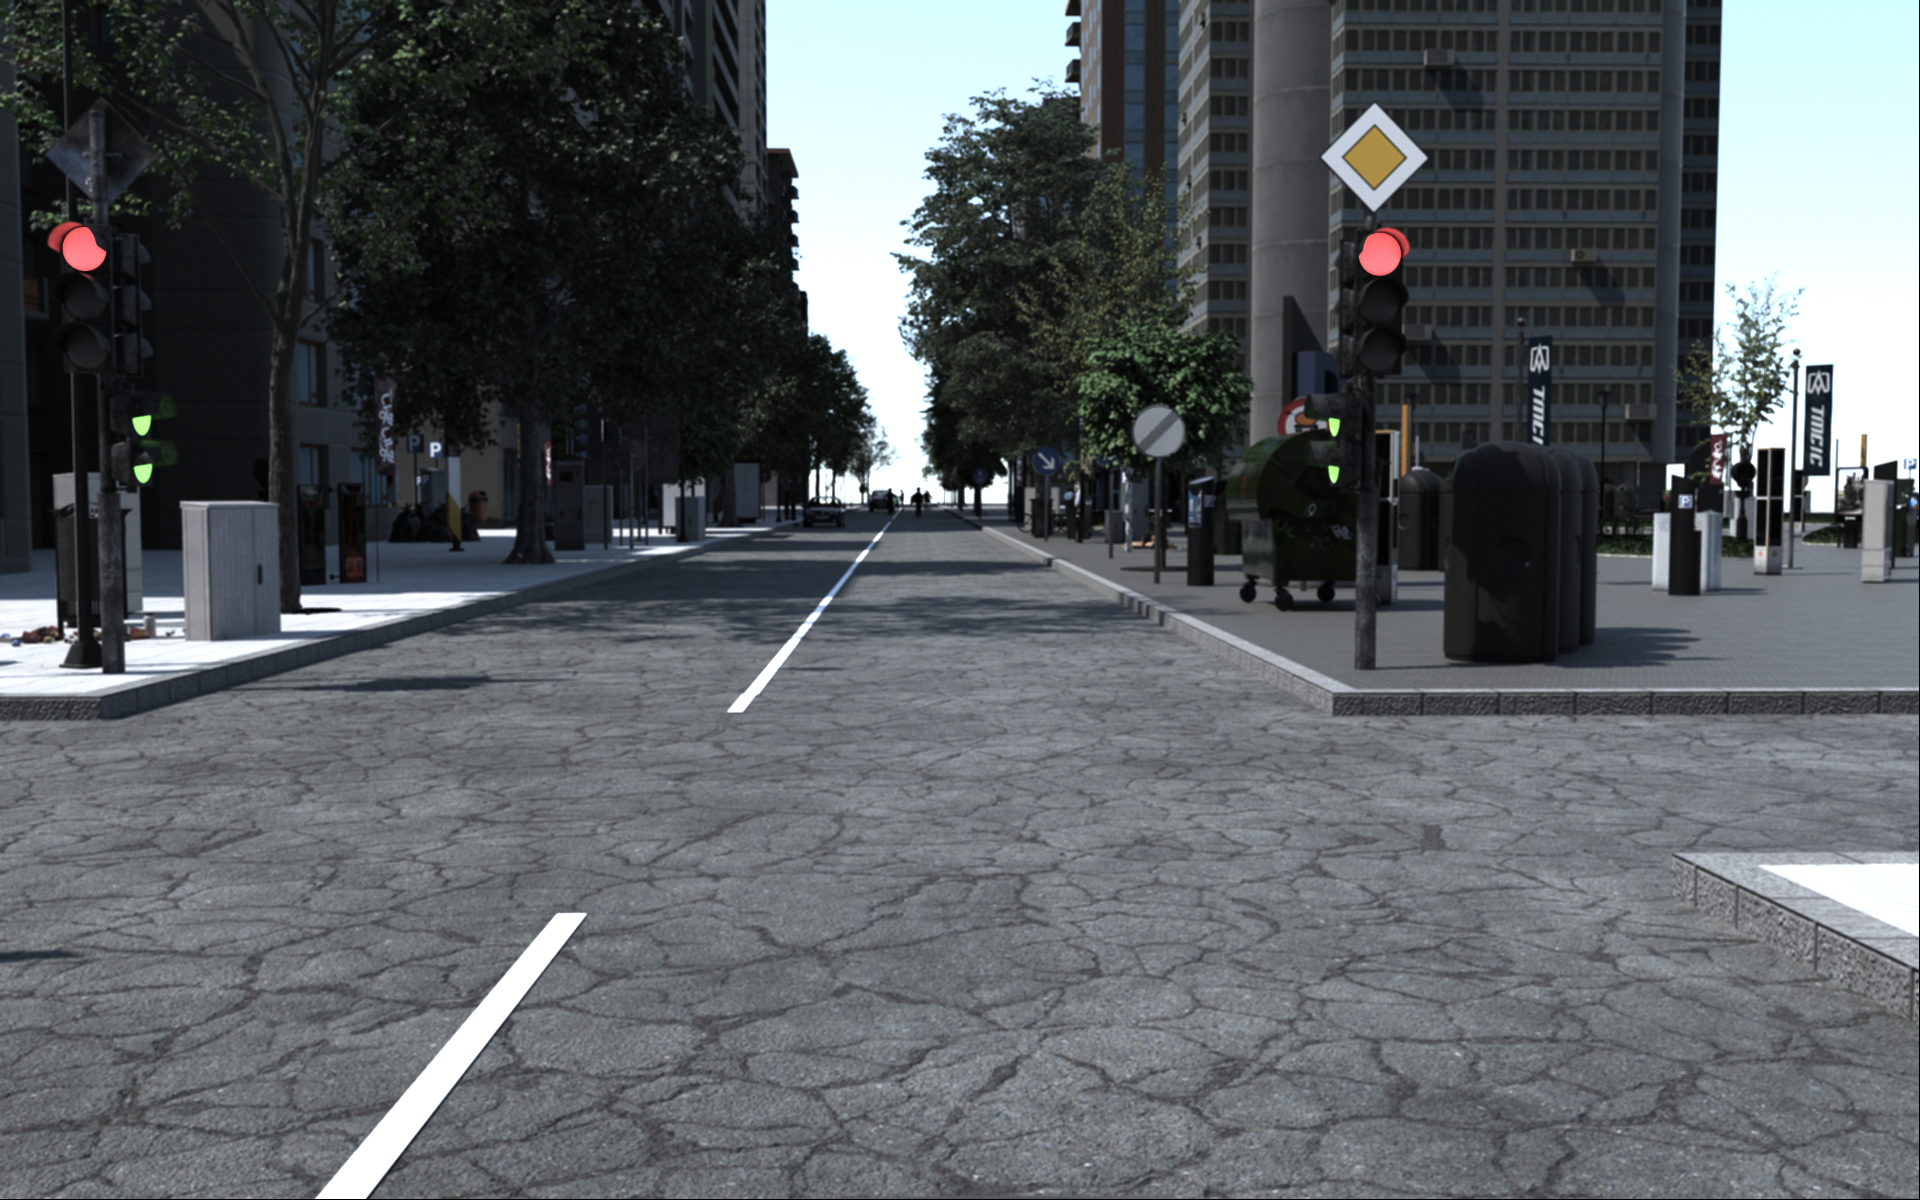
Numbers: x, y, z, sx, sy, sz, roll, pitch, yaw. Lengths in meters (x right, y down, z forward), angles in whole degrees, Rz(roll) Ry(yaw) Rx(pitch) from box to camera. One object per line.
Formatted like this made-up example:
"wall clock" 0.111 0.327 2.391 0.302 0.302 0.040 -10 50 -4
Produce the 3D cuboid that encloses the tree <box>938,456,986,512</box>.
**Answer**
"tree" 1.203 -8.766 127.044 4.285 4.588 4.351 0 3 0

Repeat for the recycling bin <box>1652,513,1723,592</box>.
"recycling bin" 9.680 -0.642 23.047 0.722 1.027 0.722 3 4 36

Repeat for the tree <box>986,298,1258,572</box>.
"tree" 3.406 -2.779 29.155 4.285 4.588 4.351 0 3 0

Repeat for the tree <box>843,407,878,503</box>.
"tree" -13.215 -20.518 245.831 12.009 13.543 11.850 0 3 0

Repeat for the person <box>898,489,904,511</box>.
"person" -4.949 -8.317 144.358 0.599 1.838 0.709 -1 4 -13

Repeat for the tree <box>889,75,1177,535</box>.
"tree" 2.674 -8.981 53.499 9.857 13.997 8.962 0 3 0

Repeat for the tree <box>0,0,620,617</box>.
"tree" -7.153 -5.664 18.358 9.928 11.665 9.643 0 3 0

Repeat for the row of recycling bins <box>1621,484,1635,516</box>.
"row of recycling bins" 25.296 -3.782 68.947 1.069 1.692 3.534 -2 4 -33

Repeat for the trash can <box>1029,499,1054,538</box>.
"trash can" 2.406 -2.405 50.983 0.748 1.137 0.748 0 3 0

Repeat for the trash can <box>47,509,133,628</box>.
"trash can" -8.420 -0.315 16.798 0.748 1.137 0.748 0 3 0

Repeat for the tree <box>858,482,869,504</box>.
"tree" -13.106 -14.759 235.909 1.663 3.219 1.824 0 3 0

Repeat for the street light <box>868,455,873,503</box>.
"street light" -11.081 -14.263 205.735 1.470 5.913 1.316 0 4 -2

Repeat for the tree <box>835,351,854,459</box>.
"tree" -8.790 -9.154 66.674 9.611 12.733 9.660 0 3 0

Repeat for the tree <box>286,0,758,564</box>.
"tree" -7.936 -7.024 31.854 9.611 12.733 9.660 0 3 0

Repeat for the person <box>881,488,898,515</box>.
"person" -4.855 -6.845 120.048 1.348 1.869 0.705 -2 4 -35

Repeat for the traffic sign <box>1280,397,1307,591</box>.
"traffic sign" 4.540 -1.389 22.812 0.768 2.556 0.104 0 4 2

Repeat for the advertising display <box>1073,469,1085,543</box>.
"advertising display" 3.129 -2.466 45.527 0.123 1.923 0.974 0 4 -6

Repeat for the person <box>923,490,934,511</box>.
"person" -2.894 -8.581 148.823 1.348 1.821 0.705 0 4 -3

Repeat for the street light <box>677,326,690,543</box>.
"street light" -6.809 -4.480 45.784 1.470 5.913 1.316 0 4 -2

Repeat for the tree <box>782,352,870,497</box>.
"tree" -10.323 -12.986 130.451 7.486 12.596 7.792 0 3 0

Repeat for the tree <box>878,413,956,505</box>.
"tree" -0.665 -17.590 197.969 12.009 13.543 11.850 0 3 0

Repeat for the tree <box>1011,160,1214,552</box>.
"tree" 3.570 -5.378 38.291 4.737 8.622 4.395 0 3 0

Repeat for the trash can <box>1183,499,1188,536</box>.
"trash can" 7.204 -2.536 53.114 0.748 1.137 0.748 0 3 0

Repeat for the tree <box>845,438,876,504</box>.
"tree" -13.045 -17.047 229.084 4.360 8.622 3.978 0 3 0

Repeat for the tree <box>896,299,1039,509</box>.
"tree" 1.173 -17.984 149.924 12.611 20.169 13.585 0 3 0

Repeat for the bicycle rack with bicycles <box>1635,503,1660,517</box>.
"bicycle rack with bicycles" 28.704 -3.611 72.427 2.925 0.926 2.852 2 4 34

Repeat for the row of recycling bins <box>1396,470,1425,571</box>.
"row of recycling bins" 8.108 -1.333 28.912 1.069 1.692 3.534 -3 5 -42

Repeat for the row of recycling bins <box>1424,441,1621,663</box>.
"row of recycling bins" 4.835 -0.463 14.676 1.069 1.692 3.534 2 4 25

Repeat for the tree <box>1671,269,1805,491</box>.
"tree" 26.048 -6.558 57.579 4.737 8.622 4.395 0 3 0

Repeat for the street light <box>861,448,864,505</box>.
"street light" -10.302 -12.237 172.609 1.470 5.913 1.316 0 4 -2

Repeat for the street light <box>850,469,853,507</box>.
"street light" -9.816 -11.163 155.061 1.470 5.913 1.316 0 4 -2

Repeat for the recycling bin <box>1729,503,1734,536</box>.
"recycling bin" 23.082 -2.342 50.842 0.722 1.027 0.722 3 5 43

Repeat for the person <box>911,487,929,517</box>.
"person" -2.524 -6.006 106.330 1.348 1.869 0.705 3 4 37

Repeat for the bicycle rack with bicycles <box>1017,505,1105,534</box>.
"bicycle rack with bicycles" 3.339 -2.690 57.368 2.925 0.926 2.852 0 4 8

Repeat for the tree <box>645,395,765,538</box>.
"tree" -7.966 -4.114 50.981 4.285 4.588 4.351 0 3 0

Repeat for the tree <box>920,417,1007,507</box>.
"tree" 0.375 -15.638 172.692 9.611 12.733 9.660 0 3 0

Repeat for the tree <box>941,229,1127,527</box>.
"tree" 2.844 -8.639 67.008 9.928 11.665 9.643 0 3 0

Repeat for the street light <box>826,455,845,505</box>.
"street light" -8.876 -9.131 121.828 1.470 5.913 1.316 0 4 -2

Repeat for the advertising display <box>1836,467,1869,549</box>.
"advertising display" 21.078 -2.185 40.939 0.123 1.923 0.974 -1 4 -9

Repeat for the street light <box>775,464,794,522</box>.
"street light" -7.726 -6.503 78.871 1.470 5.913 1.316 0 4 -2

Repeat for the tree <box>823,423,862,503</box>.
"tree" -10.946 -12.729 158.486 4.737 8.622 4.395 0 3 0

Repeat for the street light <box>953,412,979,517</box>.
"street light" 0.488 -7.650 97.612 1.470 5.913 1.316 0 4 -2

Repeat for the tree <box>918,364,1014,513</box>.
"tree" 0.774 -12.101 115.980 7.486 12.596 7.792 0 3 0

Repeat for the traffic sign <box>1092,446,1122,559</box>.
"traffic sign" 3.007 -2.098 34.409 0.768 2.556 0.104 0 4 6

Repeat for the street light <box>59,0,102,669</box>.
"street light" -5.947 -2.456 12.696 1.470 5.913 1.316 0 4 -2

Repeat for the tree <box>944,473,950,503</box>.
"tree" -1.771 -17.534 237.048 4.360 8.622 3.978 0 3 0

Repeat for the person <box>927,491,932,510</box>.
"person" -2.844 -9.079 157.882 0.436 1.711 0.756 -3 5 -44

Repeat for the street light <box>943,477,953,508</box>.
"street light" -0.409 -9.697 131.080 1.470 5.913 1.316 0 4 -2

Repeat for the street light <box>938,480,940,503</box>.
"street light" -1.302 -11.724 164.220 1.470 5.913 1.316 0 4 -2
